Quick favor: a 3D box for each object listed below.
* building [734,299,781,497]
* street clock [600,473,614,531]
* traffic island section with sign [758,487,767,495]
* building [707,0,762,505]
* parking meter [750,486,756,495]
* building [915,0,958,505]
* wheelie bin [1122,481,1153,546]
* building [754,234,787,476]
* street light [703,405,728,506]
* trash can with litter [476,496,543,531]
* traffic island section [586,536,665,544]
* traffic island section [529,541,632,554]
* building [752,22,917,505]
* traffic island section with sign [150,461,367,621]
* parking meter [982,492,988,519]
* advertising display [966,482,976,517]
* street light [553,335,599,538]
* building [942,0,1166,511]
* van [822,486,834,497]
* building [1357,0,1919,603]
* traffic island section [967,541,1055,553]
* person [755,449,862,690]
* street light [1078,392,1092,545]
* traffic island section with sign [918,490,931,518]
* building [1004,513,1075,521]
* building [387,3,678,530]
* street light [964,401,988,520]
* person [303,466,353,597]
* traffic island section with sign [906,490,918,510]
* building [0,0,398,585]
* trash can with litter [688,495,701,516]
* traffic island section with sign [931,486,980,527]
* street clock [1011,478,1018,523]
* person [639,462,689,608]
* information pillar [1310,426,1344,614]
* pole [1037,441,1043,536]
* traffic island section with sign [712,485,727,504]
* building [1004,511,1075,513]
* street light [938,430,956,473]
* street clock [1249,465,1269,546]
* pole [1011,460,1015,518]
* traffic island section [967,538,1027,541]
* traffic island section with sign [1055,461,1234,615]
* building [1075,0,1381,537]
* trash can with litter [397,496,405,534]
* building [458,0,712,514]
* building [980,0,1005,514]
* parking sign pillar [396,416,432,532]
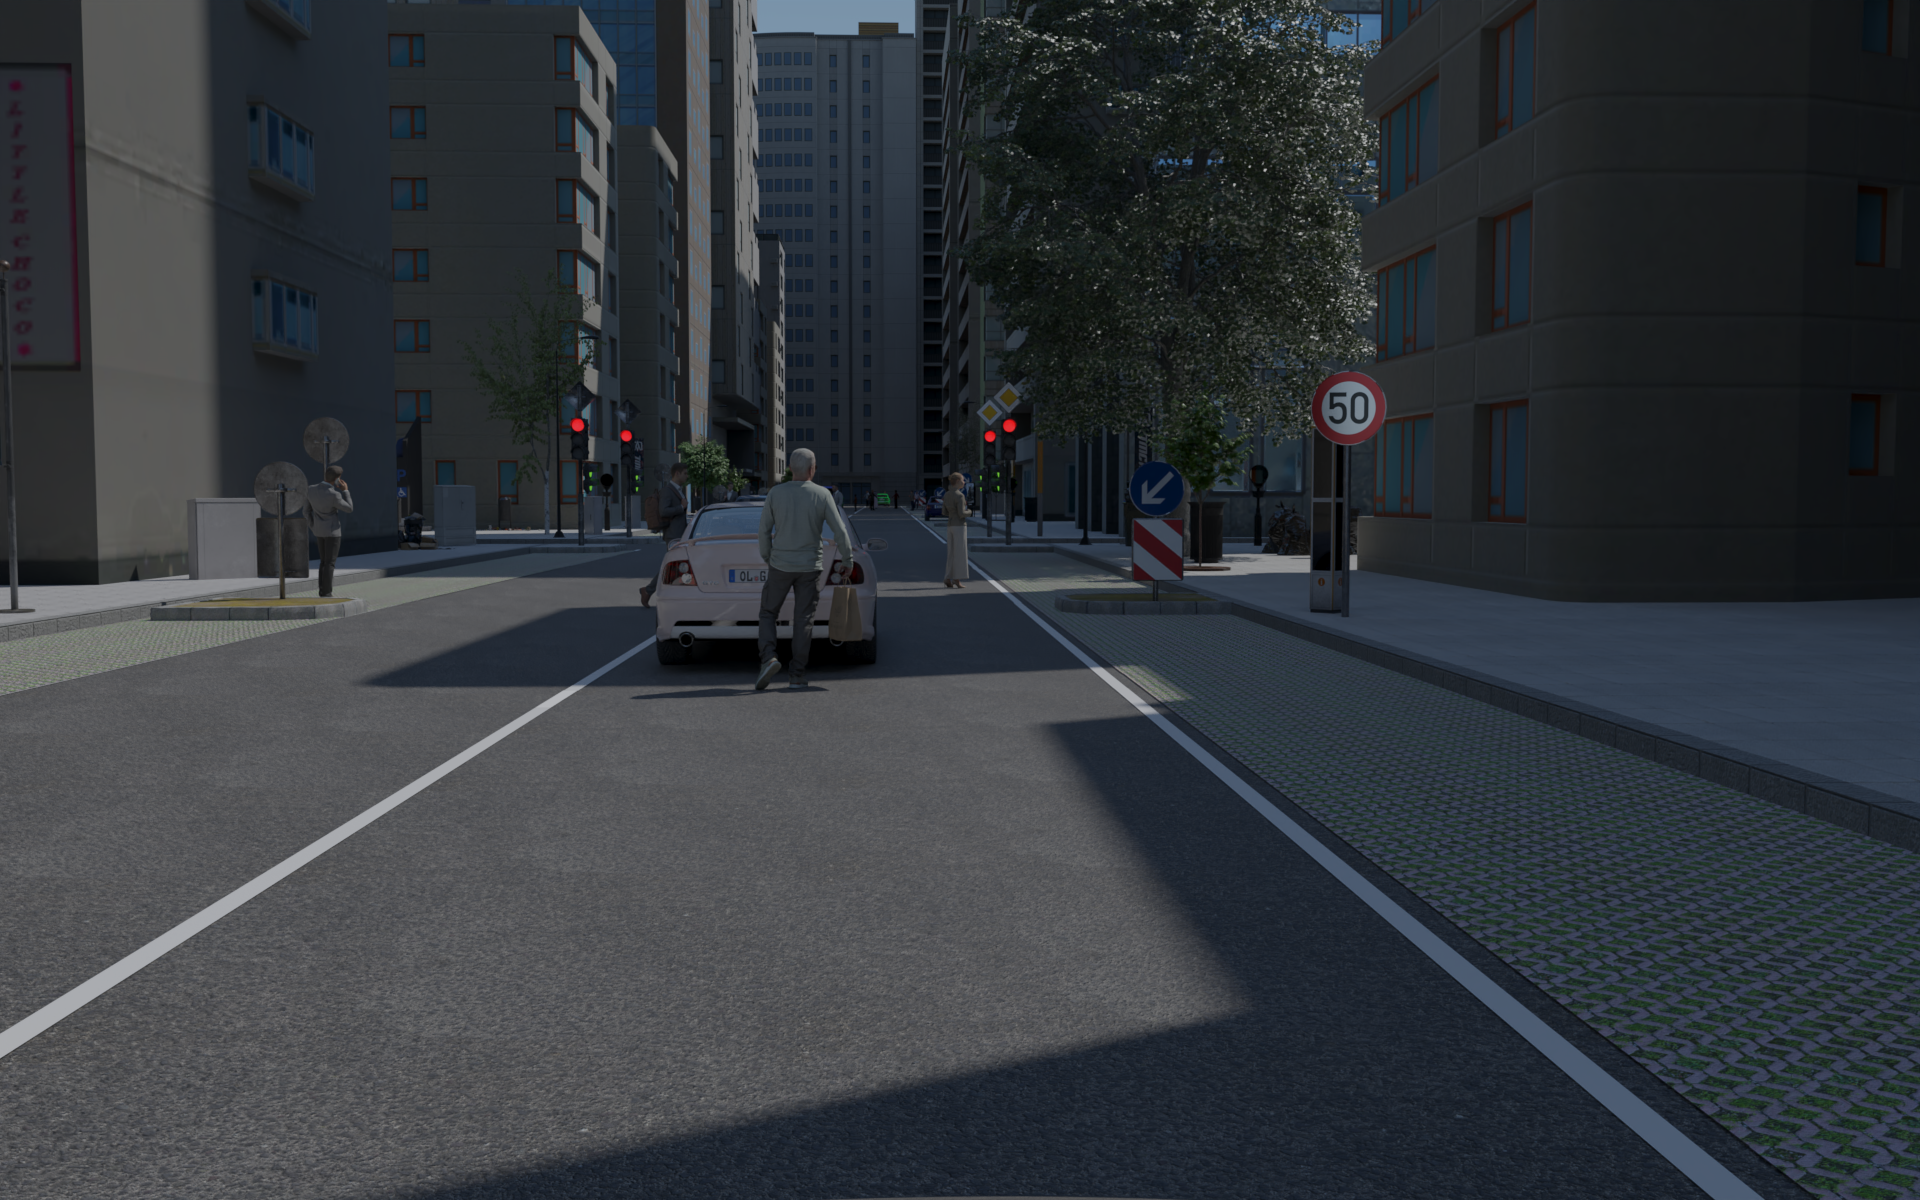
[{"bbox_3d":[-32.089,-19.710,167.301,27.650,21.520,28.899,0,4,-2],"label":"building"},{"bbox_3d":[-12.346,-3.425,60.563,0.471,2.002,0.358,-1,4,-18],"label":"street clock"},{"bbox_3d":[-11.716,-5.819,103.771,1.989,1.847,2.006,0,4,-2],"label":"traffic island section with sign"},{"bbox_3d":[-30.315,-33.579,138.254,28.713,52.752,27.495,0,4,-2],"label":"building"},{"bbox_3d":[-14.595,-7.113,122.004,0.399,1.863,0.255,2,4,26],"label":"parking meter"},{"bbox_3d":[4.650,-47.841,220.457,20.611,71.187,20.563,0,4,-2],"label":"building"},{"bbox_3d":[4.408,-2.112,42.437,0.980,1.594,0.693,2,4,26],"label":"wheelie bin"},{"bbox_3d":[-26.538,-25.786,193.297,14.107,30.474,14.160,0,4,-2],"label":"building"},{"bbox_3d":[-12.817,-7.216,90.515,1.470,5.913,1.316,0,4,-2],"label":"street light"},{"bbox_3d":[-15.715,-3.038,60.734,2.233,1.210,1.678,2,4,24],"label":"trash can with litter"},{"bbox_3d":[-9.784,-1.762,51.084,2.009,0.180,2.903,0,4,-2],"label":"traffic island section"},{"bbox_3d":[-9.443,-1.274,43.106,2.009,0.180,2.903,0,4,-2],"label":"traffic island section"},{"bbox_3d":[-19.746,-41.467,219.979,28.212,58.520,21.231,0,4,-2],"label":"building"},{"bbox_3d":[-8.148,-0.721,20.417,1.989,1.847,2.006,0,4,-2],"label":"traffic island section with sign"},{"bbox_3d":[1.323,-4.983,89.875,0.372,1.533,0.369,0,3,0],"label":"parking meter"},{"bbox_3d":[0.595,-5.569,96.264,0.123,1.923,0.974,-2,4,-28],"label":"advertising display"},{"bbox_3d":[-11.248,-4.785,50.778,1.470,5.913,1.316,0,4,-2],"label":"street light"},{"bbox_3d":[9.273,-33.207,166.635,21.300,48.544,21.600,0,4,-2],"label":"building"},{"bbox_3d":[-10.465,-7.860,132.900,2.240,2.365,5.245,0,4,-4],"label":"van"},{"bbox_3d":[21.154,-10.387,14.873,27.650,21.520,28.899,0,4,-2],"label":"building"},{"bbox_3d":[1.239,-1.301,43.557,2.009,0.180,2.903,0,4,-2],"label":"traffic island section"},{"bbox_3d":[-1.114,-0.231,12.766,0.782,1.767,0.515,0,4,-2],"label":"person"},{"bbox_3d":[2.623,-4.339,43.489,1.470,5.913,1.316,0,4,-2],"label":"street light"},{"bbox_3d":[-1.307,-5.775,103.041,1.989,1.847,2.006,0,4,-2],"label":"traffic island section with sign"},{"bbox_3d":[13.698,-28.549,90.484,21.300,48.544,21.600,0,4,-2],"label":"building"},{"bbox_3d":[-27.883,-14.092,75.448,27.650,21.520,28.899,0,4,-2],"label":"building"},{"bbox_3d":[0.886,-6.978,86.630,1.470,5.913,1.316,0,4,-2],"label":"street light"},{"bbox_3d":[-8.305,-0.862,22.781,0.592,1.802,0.473,3,4,38],"label":"person"},{"bbox_3d":[-4.613,-10.503,180.356,1.989,1.847,2.006,0,4,-2],"label":"traffic island section with sign"},{"bbox_3d":[-22.800,-24.654,26.800,21.600,48.544,21.300,0,4,-2],"label":"building"},{"bbox_3d":[-15.595,-5.469,100.483,2.233,1.210,1.678,0,4,-1],"label":"trash can with litter"},{"bbox_3d":[-0.141,-4.127,76.111,1.989,1.847,2.006,0,4,-2],"label":"traffic island section with sign"},{"bbox_3d":[2.351,-4.476,77.757,0.471,2.002,0.358,1,4,13],"label":"street clock"},{"bbox_3d":[-3.628,-0.821,21.884,0.822,1.834,0.622,0,4,-4],"label":"person"},{"bbox_3d":[3.994,-0.869,18.707,0.304,2.012,0.304,-3,5,-45],"label":"information pillar"},{"bbox_3d":[2.425,-3.578,52.347,0.158,3.312,0.155,0,3,0],"label":"pole"},{"bbox_3d":[-10.546,-4.140,76.324,1.989,1.847,2.006,0,4,-2],"label":"traffic island section with sign"},{"bbox_3d":[10.897,-31.891,145.125,21.300,48.544,21.600,0,4,-2],"label":"building"},{"bbox_3d":[-0.885,-9.395,126.149,1.470,5.913,1.316,0,4,-2],"label":"street light"},{"bbox_3d":[7.373,-2.339,42.821,0.471,2.002,0.358,0,4,5],"label":"street clock"},{"bbox_3d":[2.831,-6.010,92.101,0.158,3.312,0.155,0,3,0],"label":"pole"},{"bbox_3d":[0.898,-1.789,51.534,2.009,0.180,2.903,0,4,-2],"label":"traffic island section"},{"bbox_3d":[2.202,-0.778,21.350,1.989,1.847,2.006,0,4,-2],"label":"traffic island section with sign"},{"bbox_3d":[19.833,-45.729,60.335,31.000,86.520,22.319,0,4,-2],"label":"building"},{"bbox_3d":[-18.283,-2.747,55.978,1.678,1.210,2.233,-1,4,-20],"label":"trash can with litter"},{"bbox_3d":[-24.220,-28.428,114.903,14.600,45.320,14.200,0,4,-2],"label":"building"},{"bbox_3d":[8.283,-26.465,116.294,14.154,41.232,14.086,0,4,-2],"label":"building"},{"bbox_3d":[-18.940,-4.346,59.529,1.447,3.967,1.447,0,4,5],"label":"parking sign pillar"}]
